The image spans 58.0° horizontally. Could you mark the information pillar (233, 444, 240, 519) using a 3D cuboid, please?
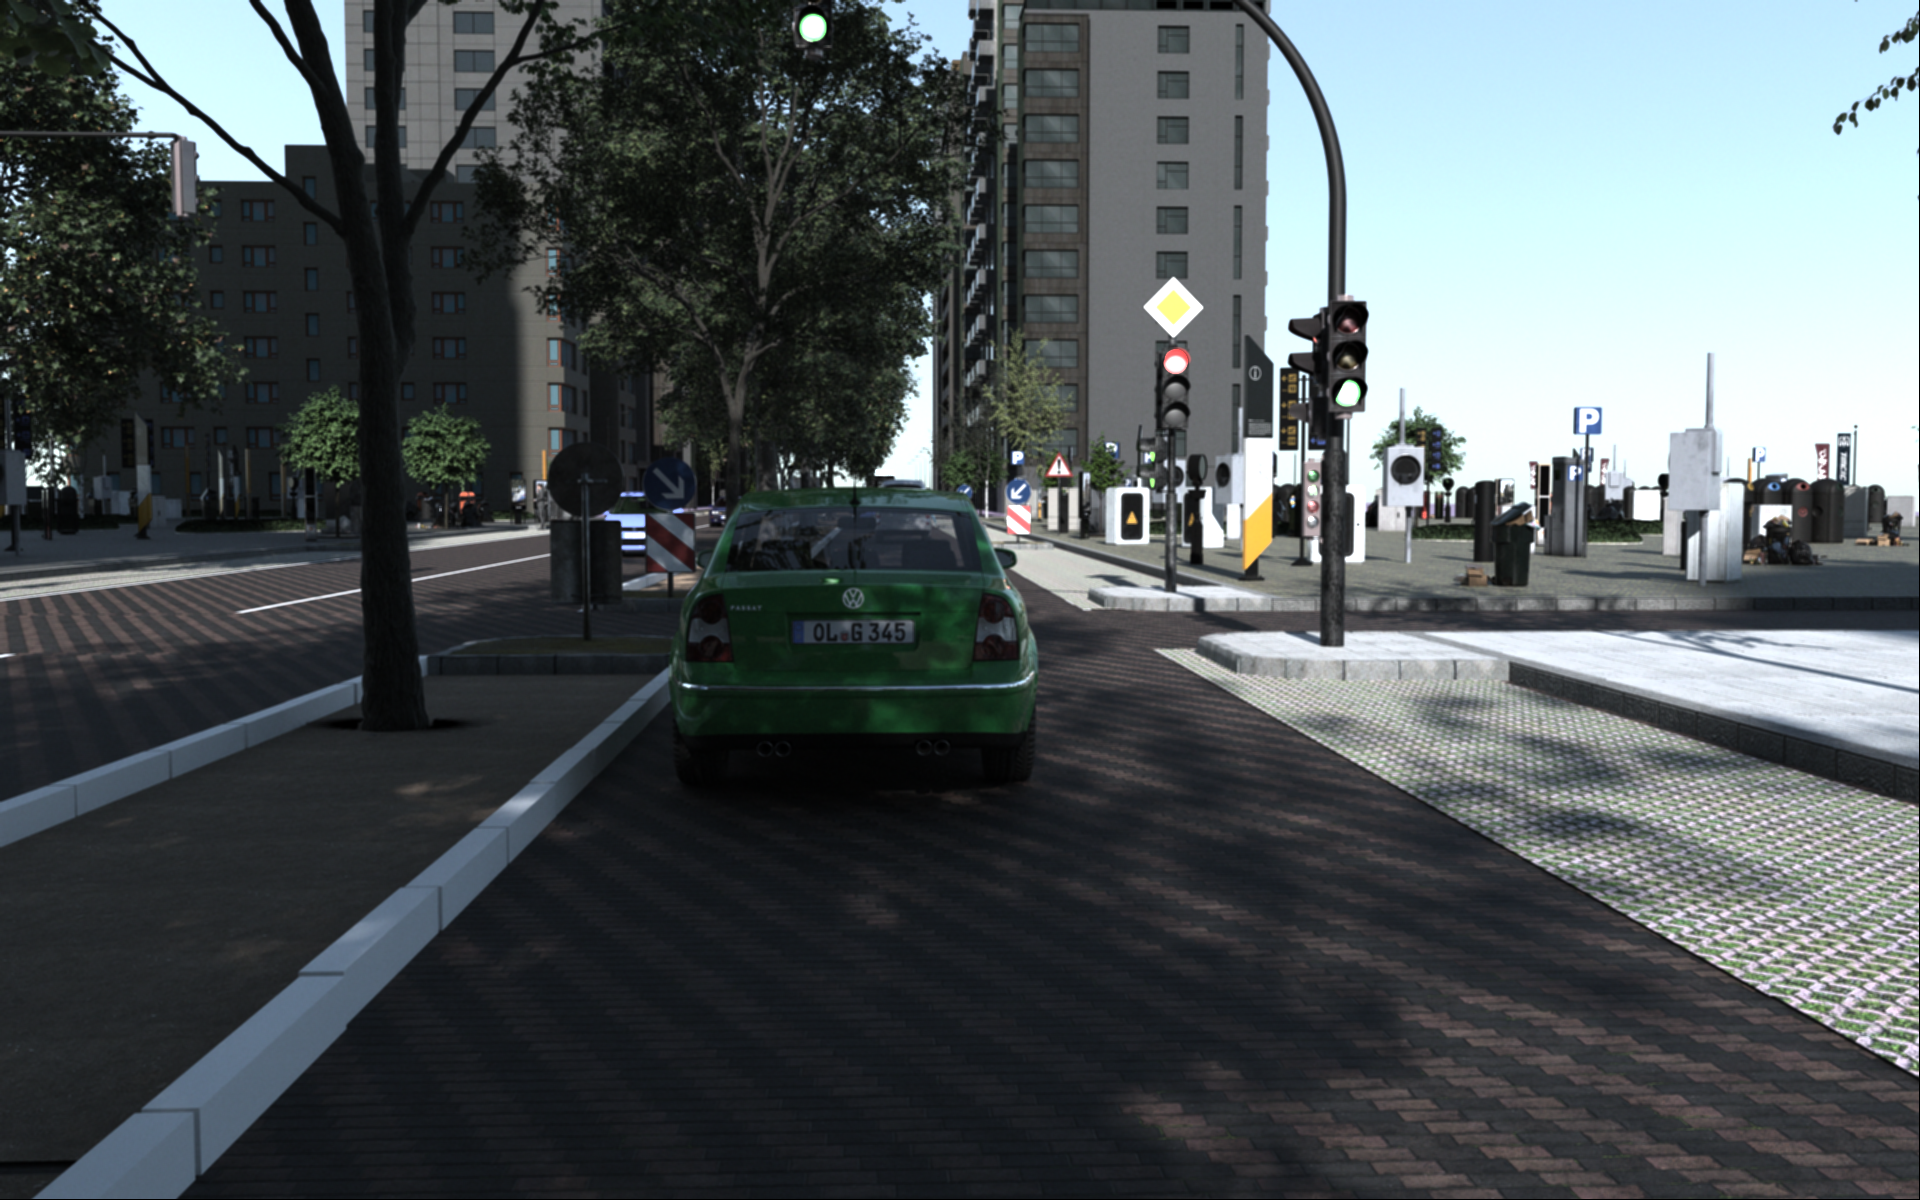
[{"bbox_3d":[-34.170,-5.531,81.781,0.183,3.616,0.504,0,4,-5],"label":"information pillar"}]

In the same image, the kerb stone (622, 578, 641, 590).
[{"bbox_3d":[-4.790,-0.176,25.080,0.120,0.150,1.000,0,4,-3],"label":"kerb stone"}]

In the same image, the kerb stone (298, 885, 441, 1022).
[{"bbox_3d":[-1.740,1.042,5.154,0.120,0.150,1.000,0,4,-3],"label":"kerb stone"}]

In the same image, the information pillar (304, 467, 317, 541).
[{"bbox_3d":[-17.707,-2.613,47.212,0.304,2.012,0.304,-1,4,-21],"label":"information pillar"}]

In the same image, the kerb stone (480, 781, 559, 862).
[{"bbox_3d":[-1.831,0.921,7.200,0.120,0.150,1.000,0,4,-3],"label":"kerb stone"}]

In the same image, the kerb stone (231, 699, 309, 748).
[{"bbox_3d":[-4.073,0.734,10.195,0.120,0.150,1.000,0,4,-3],"label":"kerb stone"}]

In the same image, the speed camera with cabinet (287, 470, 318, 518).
[{"bbox_3d":[-33.980,-5.817,89.449,0.660,3.252,2.038,1,4,9],"label":"speed camera with cabinet"}]

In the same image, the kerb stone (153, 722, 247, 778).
[{"bbox_3d":[-4.027,0.797,9.161,0.120,0.150,1.000,0,4,-3],"label":"kerb stone"}]

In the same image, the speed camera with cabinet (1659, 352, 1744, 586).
[{"bbox_3d":[10.744,-1.870,24.916,0.660,3.252,2.038,3,4,37],"label":"speed camera with cabinet"}]

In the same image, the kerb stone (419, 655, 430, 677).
[{"bbox_3d":[-4.230,0.546,13.270,0.120,0.150,1.000,0,4,-3],"label":"kerb stone"}]

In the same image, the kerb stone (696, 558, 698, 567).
[{"bbox_3d":[-5.286,-0.798,35.315,0.120,0.150,1.000,0,4,-3],"label":"kerb stone"}]

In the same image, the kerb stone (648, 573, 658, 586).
[{"bbox_3d":[-4.886,-0.301,27.121,0.120,0.150,1.000,0,4,-3],"label":"kerb stone"}]

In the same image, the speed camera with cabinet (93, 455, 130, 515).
[{"bbox_3d":[-43.570,-5.798,89.137,0.660,3.252,2.038,1,4,20],"label":"speed camera with cabinet"}]

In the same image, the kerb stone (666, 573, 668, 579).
[{"bbox_3d":[-4.991,-0.423,29.174,0.120,0.150,1.000,0,4,-3],"label":"kerb stone"}]

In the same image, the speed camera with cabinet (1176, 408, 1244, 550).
[{"bbox_3d":[5.950,-2.811,40.294,0.660,3.252,2.038,-2,4,-26],"label":"speed camera with cabinet"}]

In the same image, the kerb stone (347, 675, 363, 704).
[{"bbox_3d":[-4.174,0.609,12.247,0.120,0.150,1.000,0,4,-3],"label":"kerb stone"}]

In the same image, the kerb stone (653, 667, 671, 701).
[{"bbox_3d":[-2.084,0.604,12.343,0.120,0.150,1.000,0,4,-3],"label":"kerb stone"}]

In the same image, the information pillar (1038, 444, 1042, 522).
[{"bbox_3d":[3.715,-5.485,81.031,0.183,3.616,0.504,0,4,-4],"label":"information pillar"}]

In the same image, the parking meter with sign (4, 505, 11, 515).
[{"bbox_3d":[-51.585,-5.963,93.748,0.543,3.016,1.738,0,4,-1],"label":"parking meter with sign"}]

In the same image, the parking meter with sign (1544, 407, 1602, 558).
[{"bbox_3d":[12.512,-2.405,35.578,0.543,3.016,1.738,0,4,-4],"label":"parking meter with sign"}]

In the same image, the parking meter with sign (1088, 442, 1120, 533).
[{"bbox_3d":[4.705,-3.754,57.632,0.543,3.016,1.738,2,4,29],"label":"parking meter with sign"}]

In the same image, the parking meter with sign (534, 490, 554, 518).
[{"bbox_3d":[-21.950,-5.902,92.751,1.738,3.016,0.543,1,4,12],"label":"parking meter with sign"}]

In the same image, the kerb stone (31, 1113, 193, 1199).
[{"bbox_3d":[-1.633,1.173,3.113,0.120,0.150,1.000,0,4,-3],"label":"kerb stone"}]

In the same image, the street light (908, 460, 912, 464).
[{"bbox_3d":[-5.865,-15.977,233.765,1.470,5.913,1.316,0,4,-3],"label":"street light"}]

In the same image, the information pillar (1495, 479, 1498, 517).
[{"bbox_3d":[26.046,-4.849,83.767,0.304,2.012,0.304,0,4,-1],"label":"information pillar"}]

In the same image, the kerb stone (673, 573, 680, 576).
[{"bbox_3d":[-5.038,-0.489,30.194,0.120,0.150,1.000,0,4,-3],"label":"kerb stone"}]

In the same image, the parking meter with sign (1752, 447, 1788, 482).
[{"bbox_3d":[30.065,-4.132,63.812,0.543,3.016,1.738,-1,4,-22],"label":"parking meter with sign"}]

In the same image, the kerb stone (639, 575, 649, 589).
[{"bbox_3d":[-4.845,-0.239,26.100,0.120,0.150,1.000,0,4,-3],"label":"kerb stone"}]

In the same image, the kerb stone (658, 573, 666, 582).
[{"bbox_3d":[-4.939,-0.364,28.142,0.120,0.150,1.000,0,4,-3],"label":"kerb stone"}]

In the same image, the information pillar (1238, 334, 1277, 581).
[{"bbox_3d":[4.398,-2.096,25.622,0.504,3.616,0.183,-2,4,-27],"label":"information pillar"}]

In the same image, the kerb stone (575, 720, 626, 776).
[{"bbox_3d":[-1.928,0.795,9.247,0.120,0.150,1.000,0,4,-3],"label":"kerb stone"}]

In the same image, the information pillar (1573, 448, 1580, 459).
[{"bbox_3d":[31.349,-5.923,88.195,0.504,3.616,0.183,-2,4,-34],"label":"information pillar"}]

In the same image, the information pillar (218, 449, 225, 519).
[{"bbox_3d":[-38.316,-6.026,89.878,0.183,3.616,0.504,-3,5,-44],"label":"information pillar"}]

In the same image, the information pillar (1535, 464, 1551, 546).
[{"bbox_3d":[14.334,-2.332,42.622,0.304,2.012,0.304,0,4,3],"label":"information pillar"}]

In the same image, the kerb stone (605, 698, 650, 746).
[{"bbox_3d":[-1.979,0.731,10.277,0.120,0.150,1.000,0,4,-3],"label":"kerb stone"}]

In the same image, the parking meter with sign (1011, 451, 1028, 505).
[{"bbox_3d":[2.426,-4.479,69.487,0.543,3.016,1.738,0,4,-6],"label":"parking meter with sign"}]

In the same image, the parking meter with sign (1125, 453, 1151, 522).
[{"bbox_3d":[6.720,-4.326,66.993,1.738,3.016,0.543,-3,4,-38],"label":"parking meter with sign"}]

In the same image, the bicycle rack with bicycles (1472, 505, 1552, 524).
[{"bbox_3d":[17.824,-2.558,55.205,2.925,0.926,2.852,1,4,18],"label":"bicycle rack with bicycles"}]

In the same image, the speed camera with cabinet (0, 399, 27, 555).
[{"bbox_3d":[-20.595,-2.565,36.271,2.038,3.252,0.660,1,4,16],"label":"speed camera with cabinet"}]

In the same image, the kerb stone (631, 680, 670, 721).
[{"bbox_3d":[-2.034,0.666,11.314,0.120,0.150,1.000,0,4,-3],"label":"kerb stone"}]

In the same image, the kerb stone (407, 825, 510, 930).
[{"bbox_3d":[-1.783,0.983,6.178,0.120,0.150,1.000,0,4,-3],"label":"kerb stone"}]

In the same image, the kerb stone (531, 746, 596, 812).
[{"bbox_3d":[-1.883,0.855,8.222,0.120,0.150,1.000,0,4,-3],"label":"kerb stone"}]

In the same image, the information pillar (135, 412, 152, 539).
[{"bbox_3d":[-23.269,-3.548,49.364,0.504,3.616,0.183,2,4,26],"label":"information pillar"}]

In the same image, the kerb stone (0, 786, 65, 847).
[{"bbox_3d":[-3.930,0.922,7.119,0.120,0.150,1.000,0,4,-3],"label":"kerb stone"}]

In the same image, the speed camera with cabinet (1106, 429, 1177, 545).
[{"bbox_3d":[4.721,-3.036,43.968,2.038,3.252,0.660,-2,4,-25],"label":"speed camera with cabinet"}]

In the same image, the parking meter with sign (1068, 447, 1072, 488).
[{"bbox_3d":[4.858,-4.106,63.390,1.738,3.016,0.543,1,4,9],"label":"parking meter with sign"}]

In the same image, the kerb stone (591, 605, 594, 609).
[{"bbox_3d":[-4.652,0.011,22.011,0.120,0.150,1.000,0,4,-3],"label":"kerb stone"}]

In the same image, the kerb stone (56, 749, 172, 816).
[{"bbox_3d":[-3.982,0.860,8.140,0.120,0.150,1.000,0,4,-3],"label":"kerb stone"}]

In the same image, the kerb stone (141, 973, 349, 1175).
[{"bbox_3d":[-1.679,1.111,4.134,0.120,0.150,1.000,0,4,-3],"label":"kerb stone"}]

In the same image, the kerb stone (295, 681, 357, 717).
[{"bbox_3d":[-4.136,0.674,11.219,0.120,0.150,1.000,0,4,-3],"label":"kerb stone"}]

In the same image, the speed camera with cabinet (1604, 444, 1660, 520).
[{"bbox_3d":[26.603,-4.537,68.523,2.038,3.252,0.660,1,4,16],"label":"speed camera with cabinet"}]

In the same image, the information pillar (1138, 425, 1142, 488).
[{"bbox_3d":[6.045,-4.091,58.247,0.183,3.616,0.504,1,4,11],"label":"information pillar"}]

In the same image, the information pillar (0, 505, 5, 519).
[{"bbox_3d":[-38.396,-4.770,69.348,0.183,3.616,0.504,-3,5,-44],"label":"information pillar"}]
